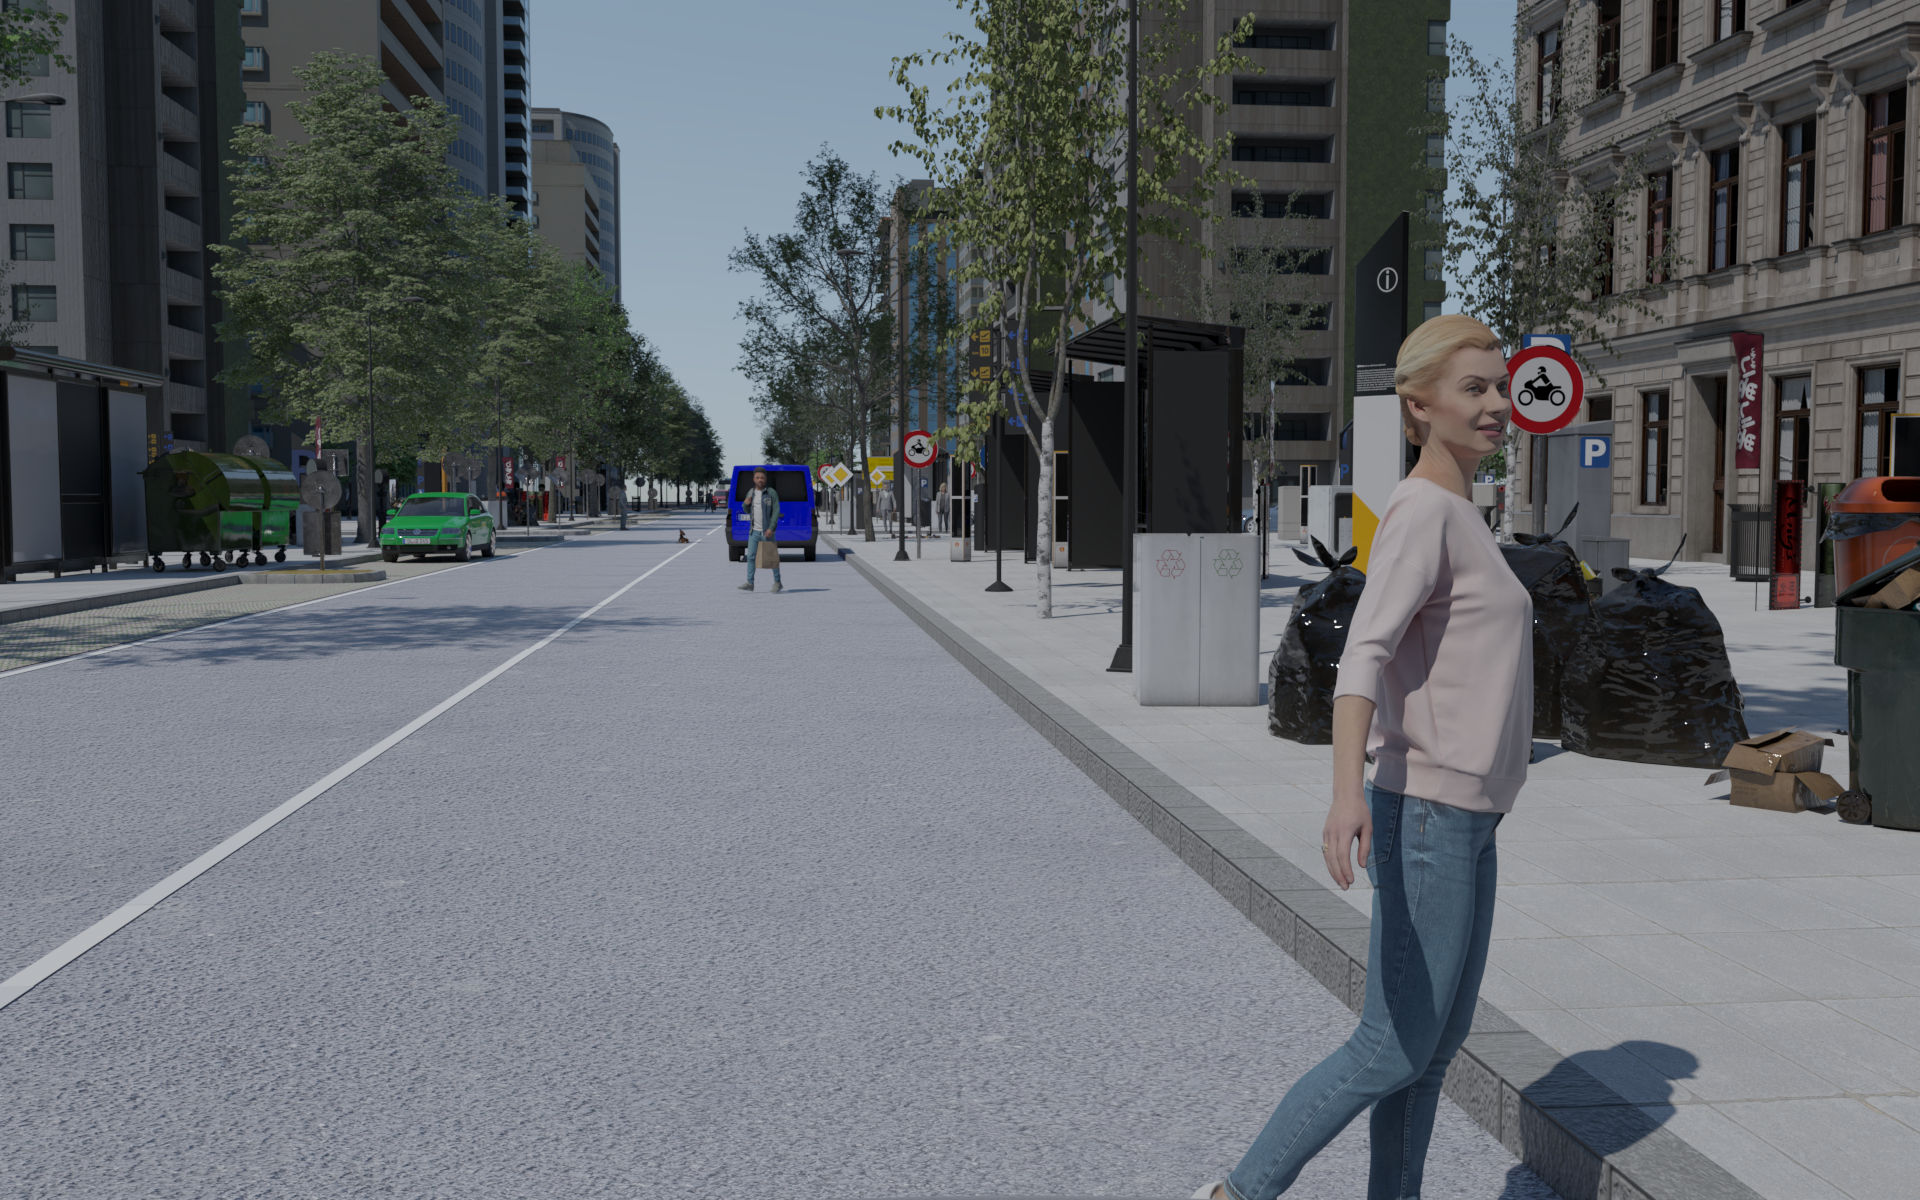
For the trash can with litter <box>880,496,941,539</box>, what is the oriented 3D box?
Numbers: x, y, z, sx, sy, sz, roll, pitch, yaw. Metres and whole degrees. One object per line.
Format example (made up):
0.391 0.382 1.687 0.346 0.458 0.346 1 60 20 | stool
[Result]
-1.428 -2.387 50.080 2.233 1.210 1.678 -3 4 -36 | trash can with litter

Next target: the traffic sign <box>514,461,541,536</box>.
-13.197 -3.012 52.886 0.795 2.450 0.064 0 4 -6 | traffic sign

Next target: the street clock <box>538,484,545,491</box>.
-29.149 -7.104 120.716 0.471 2.002 0.358 -2 4 -33 | street clock

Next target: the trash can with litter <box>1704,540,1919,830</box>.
3.516 0.277 6.858 0.624 1.170 1.055 -3 5 -43 | trash can with litter

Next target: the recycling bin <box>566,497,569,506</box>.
-30.282 -7.328 132.374 0.722 1.027 0.722 -1 4 -23 | recycling bin

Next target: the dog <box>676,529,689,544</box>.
-8.121 -1.845 50.366 0.550 0.427 0.748 1 4 13 | dog

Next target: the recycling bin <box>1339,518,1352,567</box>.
4.338 -0.324 17.859 0.722 1.027 0.722 0 4 -1 | recycling bin

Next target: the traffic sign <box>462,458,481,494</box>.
-17.313 -3.738 61.215 0.768 2.556 0.104 0 4 0 | traffic sign

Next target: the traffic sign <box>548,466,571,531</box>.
-14.068 -3.497 60.824 0.795 2.450 0.064 0 4 -6 | traffic sign

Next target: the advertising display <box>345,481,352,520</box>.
-30.646 -4.991 86.815 0.123 1.923 0.974 -2 4 -30 | advertising display

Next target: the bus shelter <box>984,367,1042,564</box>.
1.361 -2.666 34.872 1.731 3.624 6.357 0 4 -6 | bus shelter

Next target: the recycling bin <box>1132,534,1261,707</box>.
1.460 0.109 10.772 0.722 1.027 0.722 0 4 1 | recycling bin

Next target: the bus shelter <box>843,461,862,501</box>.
-6.513 -7.081 109.697 2.014 3.302 5.546 0 4 -6 | bus shelter

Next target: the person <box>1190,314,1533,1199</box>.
0.682 0.378 2.985 0.598 1.740 0.731 1 4 13 | person

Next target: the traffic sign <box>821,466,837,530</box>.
-4.578 -3.560 61.840 0.795 2.450 0.064 0 4 -6 | traffic sign

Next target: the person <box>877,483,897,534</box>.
-2.512 -3.124 59.698 0.709 1.813 0.853 0 4 -3 | person

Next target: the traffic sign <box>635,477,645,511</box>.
-23.872 -7.903 129.314 0.768 2.556 0.104 0 4 -3 | traffic sign

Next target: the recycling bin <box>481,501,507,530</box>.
-16.846 -3.057 62.544 0.722 1.027 0.722 3 5 43 | recycling bin

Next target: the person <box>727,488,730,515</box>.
-15.201 -6.486 114.739 0.583 1.804 0.606 -2 4 -35 | person

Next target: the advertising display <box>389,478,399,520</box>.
-23.369 -4.056 71.531 0.123 1.923 0.974 -2 4 -34 | advertising display

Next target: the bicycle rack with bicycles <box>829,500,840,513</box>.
-7.344 -6.293 116.266 2.852 0.926 2.925 2 4 28 | bicycle rack with bicycles

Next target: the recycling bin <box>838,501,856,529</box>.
-4.116 -3.162 64.246 0.722 1.027 0.722 -1 4 -12 | recycling bin

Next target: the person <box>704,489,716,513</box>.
-19.141 -7.595 132.643 0.822 1.834 0.622 1 4 12 | person

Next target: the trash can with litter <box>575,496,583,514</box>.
-28.582 -7.283 130.463 0.624 1.170 1.055 0 4 8 | trash can with litter

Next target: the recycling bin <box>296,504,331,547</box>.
-15.863 -1.835 42.554 0.722 1.027 0.722 -1 4 -9 | recycling bin

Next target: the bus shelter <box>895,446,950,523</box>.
-1.541 -4.871 73.569 2.014 3.302 5.546 0 4 -6 | bus shelter

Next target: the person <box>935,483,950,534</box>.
-0.464 -2.975 57.324 0.709 1.800 0.728 1 4 9 | person

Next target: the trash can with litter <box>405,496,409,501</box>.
-41.021 -7.121 127.488 1.678 1.210 2.233 -1 4 -20 | trash can with litter

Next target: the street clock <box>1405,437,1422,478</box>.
4.506 -0.769 17.142 0.471 2.002 0.358 -3 5 -41 | street clock

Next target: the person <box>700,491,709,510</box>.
-22.959 -9.053 157.227 1.217 1.735 0.721 0 4 6 | person

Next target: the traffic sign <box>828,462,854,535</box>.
-3.708 -3.074 53.903 0.795 2.450 0.064 0 4 -6 | traffic sign

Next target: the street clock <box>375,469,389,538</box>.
-16.767 -2.794 50.246 0.471 2.002 0.358 3 5 39 | street clock

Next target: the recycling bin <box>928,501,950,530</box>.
-0.688 -3.047 62.372 0.722 1.027 0.722 1 4 22 | recycling bin

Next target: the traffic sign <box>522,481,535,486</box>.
-21.604 -5.176 86.762 0.606 2.300 0.079 0 4 -4 | traffic sign

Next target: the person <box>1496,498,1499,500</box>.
19.037 -3.277 62.248 0.590 1.801 0.661 1 4 15 | person

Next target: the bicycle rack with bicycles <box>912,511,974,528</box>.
-0.221 -3.224 66.101 2.925 0.926 2.852 0 4 8 | bicycle rack with bicycles

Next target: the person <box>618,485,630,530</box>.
-13.387 -3.688 68.901 0.391 1.810 0.635 -1 4 -19 | person

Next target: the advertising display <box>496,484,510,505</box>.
-28.741 -6.335 108.792 0.974 1.923 0.123 0 4 4 | advertising display

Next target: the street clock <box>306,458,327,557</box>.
-13.091 -1.878 35.273 0.471 2.002 0.358 3 5 41 | street clock

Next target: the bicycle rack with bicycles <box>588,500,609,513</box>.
-23.685 -6.202 114.782 2.852 0.926 2.925 1 4 10 | bicycle rack with bicycles

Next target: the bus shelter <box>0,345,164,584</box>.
-14.509 -2.946 25.796 2.179 5.291 8.768 0 4 -6 | bus shelter

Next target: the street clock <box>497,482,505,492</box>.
-27.069 -5.971 102.189 0.358 2.002 0.471 2 4 33 | street clock

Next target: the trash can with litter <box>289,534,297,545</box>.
-16.920 -1.957 43.392 1.055 1.170 0.624 -2 4 -33 | trash can with litter

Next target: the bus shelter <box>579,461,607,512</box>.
-26.467 -8.230 125.839 1.731 3.624 6.357 0 4 -6 | bus shelter

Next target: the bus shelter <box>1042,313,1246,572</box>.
2.614 -2.103 25.662 1.731 3.624 6.357 0 4 -6 | bus shelter

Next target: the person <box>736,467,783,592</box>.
-2.831 -1.010 24.994 0.794 1.824 0.713 3 5 44 | person

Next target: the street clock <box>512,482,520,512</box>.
-25.907 -5.900 101.040 0.358 2.002 0.471 2 4 26 | street clock

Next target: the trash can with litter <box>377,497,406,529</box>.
-19.857 -3.004 60.502 1.055 1.170 0.624 0 4 7 | trash can with litter
